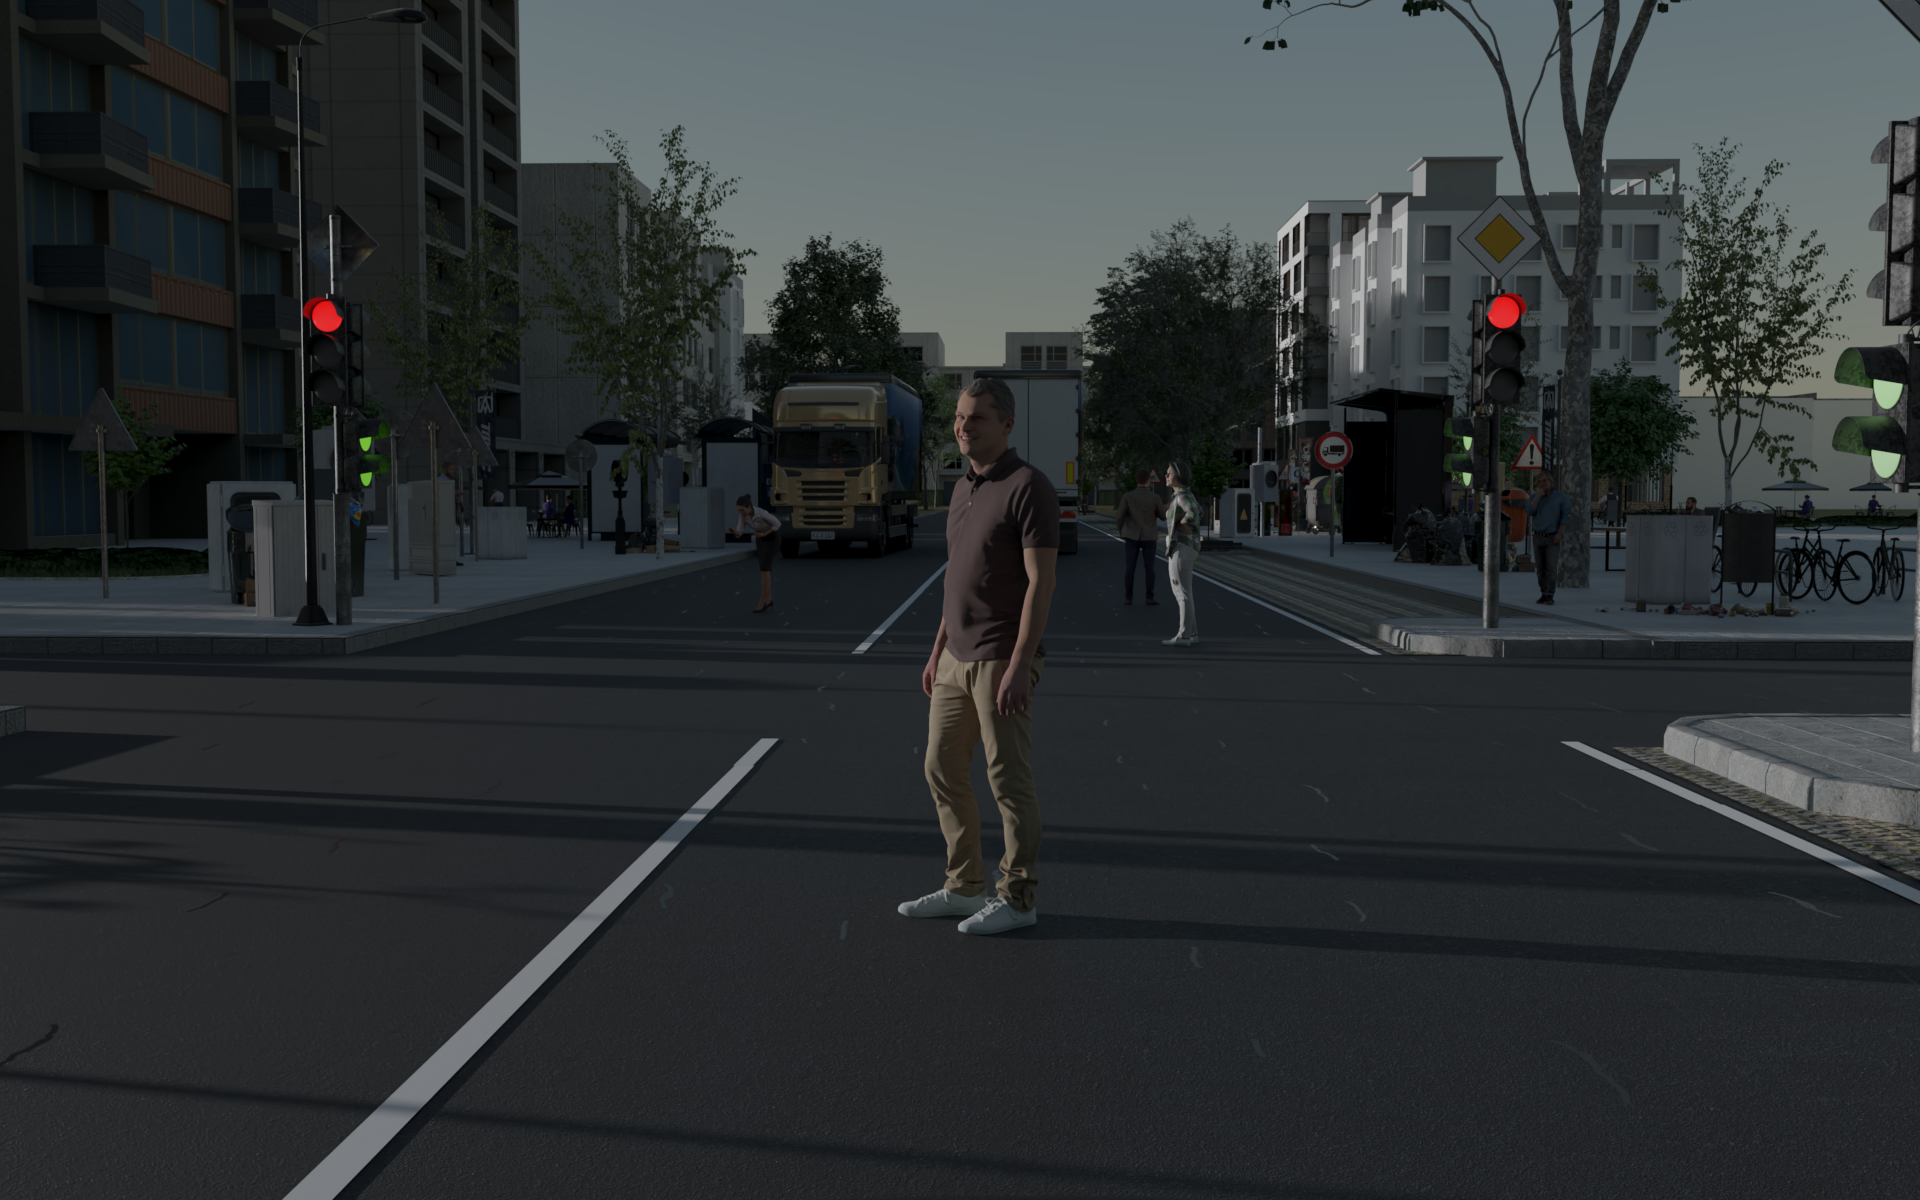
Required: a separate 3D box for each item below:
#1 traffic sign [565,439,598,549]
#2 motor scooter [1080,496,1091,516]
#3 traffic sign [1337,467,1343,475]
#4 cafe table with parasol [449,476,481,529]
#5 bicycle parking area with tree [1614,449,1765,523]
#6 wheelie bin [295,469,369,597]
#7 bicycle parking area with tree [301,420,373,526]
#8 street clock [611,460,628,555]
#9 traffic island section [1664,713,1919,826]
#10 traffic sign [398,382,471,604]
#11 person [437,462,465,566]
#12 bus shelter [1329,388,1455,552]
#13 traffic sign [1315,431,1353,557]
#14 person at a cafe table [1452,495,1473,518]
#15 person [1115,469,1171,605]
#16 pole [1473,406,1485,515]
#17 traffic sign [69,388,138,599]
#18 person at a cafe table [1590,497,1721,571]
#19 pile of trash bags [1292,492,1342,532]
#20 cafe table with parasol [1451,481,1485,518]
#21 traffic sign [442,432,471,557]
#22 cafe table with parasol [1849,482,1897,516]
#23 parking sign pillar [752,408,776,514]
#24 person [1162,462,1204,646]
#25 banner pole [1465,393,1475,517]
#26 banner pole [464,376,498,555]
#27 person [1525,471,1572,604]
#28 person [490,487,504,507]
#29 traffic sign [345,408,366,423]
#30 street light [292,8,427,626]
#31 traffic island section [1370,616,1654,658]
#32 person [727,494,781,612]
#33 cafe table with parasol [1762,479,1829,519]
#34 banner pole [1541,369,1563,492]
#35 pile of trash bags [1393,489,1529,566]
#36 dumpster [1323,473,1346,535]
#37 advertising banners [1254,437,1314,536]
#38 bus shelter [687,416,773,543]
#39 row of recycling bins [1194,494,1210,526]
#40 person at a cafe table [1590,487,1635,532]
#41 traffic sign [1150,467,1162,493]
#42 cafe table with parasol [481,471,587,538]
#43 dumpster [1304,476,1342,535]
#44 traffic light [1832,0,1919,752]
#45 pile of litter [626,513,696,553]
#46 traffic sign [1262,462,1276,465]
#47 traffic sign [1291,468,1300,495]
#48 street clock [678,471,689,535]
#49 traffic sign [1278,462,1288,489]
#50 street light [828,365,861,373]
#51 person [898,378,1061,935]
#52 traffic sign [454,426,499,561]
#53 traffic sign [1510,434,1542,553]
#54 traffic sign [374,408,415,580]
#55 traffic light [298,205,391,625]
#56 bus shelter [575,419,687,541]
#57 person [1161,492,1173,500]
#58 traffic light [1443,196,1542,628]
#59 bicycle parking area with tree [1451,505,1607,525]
[{"bbox_3d":[-8.829,-2.463,40.380,0.768,2.556,0.104,0,4,3],"label":"traffic sign"},{"bbox_3d":[8.264,-6.246,114.895,0.815,1.314,1.986,0,4,3],"label":"motor scooter"},{"bbox_3d":[10.886,-2.965,48.577,0.768,2.556,0.104,1,4,11],"label":"traffic sign"},{"bbox_3d":[-18.536,-3.563,63.114,2.610,1.966,2.610,2,4,27],"label":"cafe table with parasol"},{"bbox_3d":[29.652,-5.385,75.046,9.016,4.147,8.231,1,4,14],"label":"bicycle parking area with tree"},{"bbox_3d":[-7.832,-0.838,21.608,0.980,1.594,0.693,1,4,11],"label":"wheelie bin"},{"bbox_3d":[-27.917,-4.904,67.187,8.231,4.147,9.016,1,4,20],"label":"bicycle parking area with tree"},{"bbox_3d":[-7.215,-1.969,36.759,0.358,2.002,0.471,-2,4,-30],"label":"street clock"},{"bbox_3d":[4.844,0.834,8.640,2.009,0.180,2.903,0,4,2],"label":"traffic island section"},{"bbox_3d":[-6.126,-1.235,20.194,0.884,2.594,0.081,0,4,7],"label":"traffic sign"},{"bbox_3d":[-8.926,-1.501,30.454,0.599,1.838,0.709,1,4,12],"label":"person"},{"bbox_3d":[10.218,-3.062,41.350,1.731,3.624,6.357,0,4,2],"label":"bus shelter"},{"bbox_3d":[7.589,-2.150,35.265,0.768,2.556,0.104,0,4,3],"label":"traffic sign"},{"bbox_3d":[23.258,-4.221,79.882,1.698,1.238,1.726,1,4,20],"label":"person at a cafe table"},{"bbox_3d":[2.403,-0.828,22.563,0.617,1.759,0.750,1,4,21],"label":"person"},{"bbox_3d":[10.885,-2.599,36.330,0.158,3.312,0.155,0,3,0],"label":"pole"},{"bbox_3d":[-10.494,-1.297,21.206,0.884,2.594,0.081,0,4,6],"label":"traffic sign"},{"bbox_3d":[11.564,-1.072,28.395,1.726,1.238,1.698,-1,4,-10],"label":"person at a cafe table"},{"bbox_3d":[12.200,-3.072,59.975,1.912,1.369,3.447,-1,4,-22],"label":"pile of trash bags"},{"bbox_3d":[24.734,-4.942,85.668,2.610,1.966,2.610,2,4,35],"label":"cafe table with parasol"},{"bbox_3d":[-10.206,-2.160,35.419,0.768,2.556,0.104,0,4,3],"label":"traffic sign"},{"bbox_3d":[44.895,-4.898,84.945,2.610,1.966,2.610,0,4,8],"label":"cafe table with parasol"},{"bbox_3d":[-5.826,-4.004,53.931,1.447,3.967,1.447,0,4,2],"label":"parking sign pillar"},{"bbox_3d":[2.125,-0.440,16.413,0.376,1.734,0.841,1,4,16],"label":"person"},{"bbox_3d":[12.669,-3.235,42.917,0.401,3.779,0.863,-1,4,-11],"label":"banner pole"},{"bbox_3d":[-10.164,-2.853,36.667,0.863,3.779,0.401,1,4,18],"label":"banner pole"},{"bbox_3d":[6.863,-0.731,20.212,0.429,1.552,0.499,-2,4,-29],"label":"person"},{"bbox_3d":[-18.979,-3.835,70.950,0.614,1.554,0.590,-3,4,-38],"label":"person"},{"bbox_3d":[-9.163,-1.619,26.200,0.795,2.593,0.064,0,4,7],"label":"traffic sign"},{"bbox_3d":[-5.797,-2.704,16.748,1.470,5.913,1.316,0,4,2],"label":"street light"},{"bbox_3d":[5.113,0.346,16.621,2.009,0.180,2.903,0,4,2],"label":"traffic island section"},{"bbox_3d":[-2.482,-0.568,20.971,0.628,1.438,0.799,0,4,-3],"label":"person"},{"bbox_3d":[36.525,-4.337,75.777,2.610,1.966,2.610,3,5,42],"label":"cafe table with parasol"},{"bbox_3d":[11.978,-2.754,35.052,0.401,3.779,0.863,-1,4,-12],"label":"banner pole"},{"bbox_3d":[9.335,-1.324,31.407,1.912,1.369,3.447,-1,4,-11],"label":"pile of trash bags"},{"bbox_3d":[11.779,-3.013,51.760,1.502,2.255,1.985,0,4,2],"label":"dumpster"},{"bbox_3d":[9.972,-3.485,53.170,2.074,3.025,0.090,-1,4,-22],"label":"advertising banners"},{"bbox_3d":[-5.938,-3.302,47.916,2.014,3.302,5.546,0,4,2],"label":"bus shelter"},{"bbox_3d":[9.571,-3.917,71.159,1.069,1.692,3.534,0,4,-1],"label":"row of recycling bins"},{"bbox_3d":[21.873,-3.055,58.464,1.698,1.524,1.622,0,4,6],"label":"person at a cafe table"},{"bbox_3d":[9.337,-5.123,83.770,0.884,2.594,0.081,0,4,7],"label":"traffic sign"},{"bbox_3d":[-12.106,-2.823,51.018,2.610,1.966,2.610,2,4,25],"label":"cafe table with parasol"},{"bbox_3d":[11.765,-3.032,55.326,1.264,1.857,1.865,0,4,2],"label":"dumpster"},{"bbox_3d":[4.805,-1.199,8.528,0.839,4.253,0.868,0,4,2],"label":"traffic light"},{"bbox_3d":[-6.629,-1.472,38.037,1.719,0.858,1.176,-1,4,-9],"label":"pile of litter"},{"bbox_3d":[9.608,-3.195,54.376,0.606,2.300,0.079,0,4,7],"label":"traffic sign"},{"bbox_3d":[12.875,-3.904,65.961,0.606,2.300,0.079,0,4,6],"label":"traffic sign"},{"bbox_3d":[-8.804,-3.064,54.674,0.471,2.002,0.358,-2,4,-33],"label":"street clock"},{"bbox_3d":[13.125,-4.255,69.576,0.884,2.594,0.081,0,4,6],"label":"traffic sign"},{"bbox_3d":[-4.250,-5.506,62.566,1.470,5.913,1.316,0,4,2],"label":"street light"},{"bbox_3d":[0.060,0.177,5.728,0.434,1.807,0.598,-1,4,-20],"label":"person"},{"bbox_3d":[-9.195,-2.012,32.901,0.884,2.594,0.081,0,4,7],"label":"traffic sign"},{"bbox_3d":[12.366,-2.295,37.524,0.884,2.594,0.081,1,4,9],"label":"traffic sign"},{"bbox_3d":[-8.412,-1.570,25.783,0.768,2.556,0.104,1,4,11],"label":"traffic sign"},{"bbox_3d":[-6.022,-1.709,16.865,0.839,4.253,0.868,0,4,2],"label":"traffic light"},{"bbox_3d":[-9.319,-3.409,49.666,2.014,3.302,5.546,0,4,2],"label":"bus shelter"},{"bbox_3d":[12.737,-6.044,105.580,1.217,1.735,0.721,-3,4,-36],"label":"person"},{"bbox_3d":[5.073,-1.687,16.508,0.839,4.253,0.868,0,4,2],"label":"traffic light"},{"bbox_3d":[21.325,-5.150,71.205,9.016,4.147,8.231,2,4,26],"label":"bicycle parking area with tree"}]
